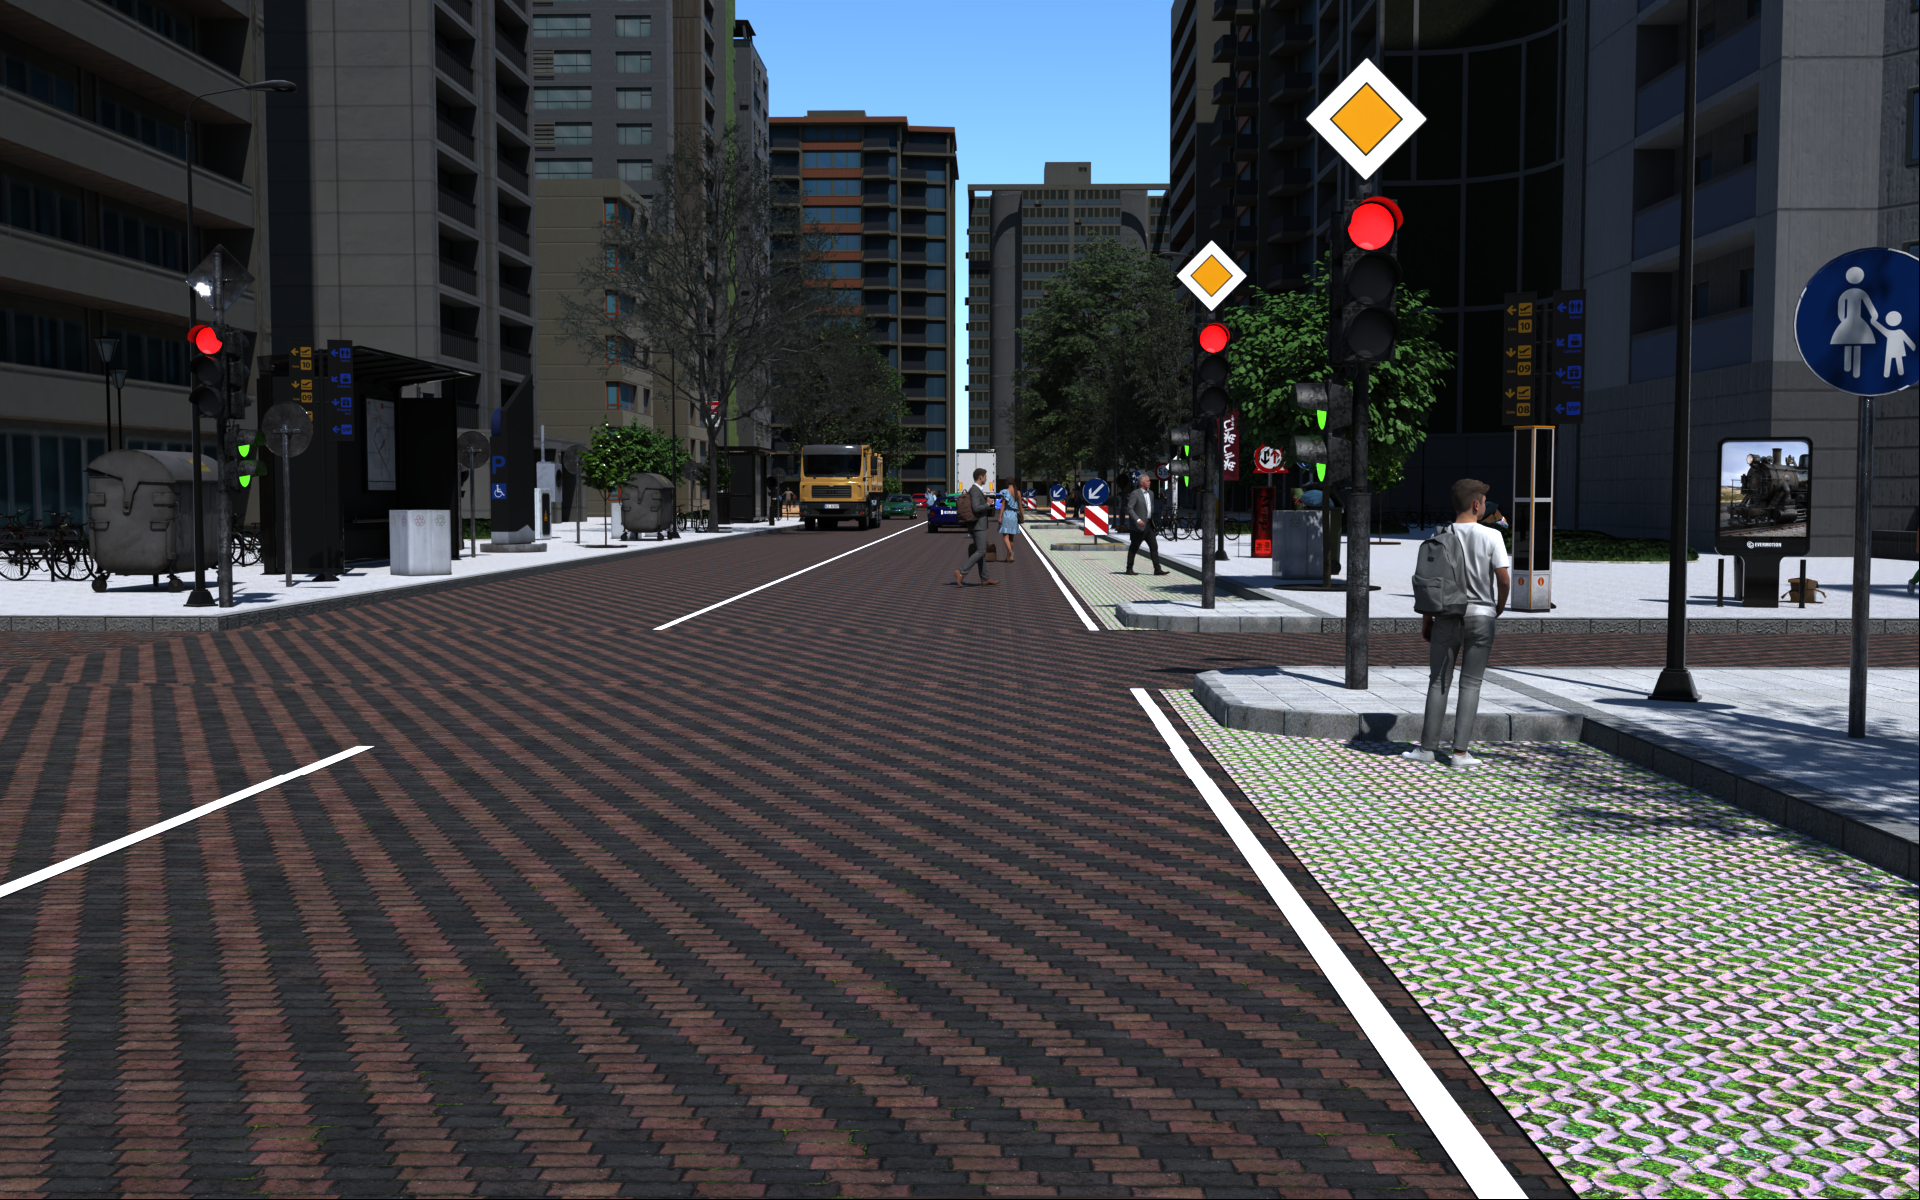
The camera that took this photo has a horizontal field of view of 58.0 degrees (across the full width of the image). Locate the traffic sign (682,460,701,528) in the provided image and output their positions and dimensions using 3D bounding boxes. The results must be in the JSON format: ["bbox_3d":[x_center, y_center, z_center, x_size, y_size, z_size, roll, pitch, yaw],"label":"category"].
[{"bbox_3d":[-10.180,-4.013,65.712,0.768,2.556,0.104,1,4,11],"label":"traffic sign"}]

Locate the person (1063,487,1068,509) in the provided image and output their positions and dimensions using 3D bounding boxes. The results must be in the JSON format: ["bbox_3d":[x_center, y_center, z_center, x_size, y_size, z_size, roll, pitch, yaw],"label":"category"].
[{"bbox_3d":[8.583,-8.389,143.075,0.599,1.838,0.709,0,4,4],"label":"person"}]

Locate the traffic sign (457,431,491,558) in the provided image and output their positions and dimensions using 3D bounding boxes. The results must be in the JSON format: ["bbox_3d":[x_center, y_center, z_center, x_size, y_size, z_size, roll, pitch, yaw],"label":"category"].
[{"bbox_3d":[-9.829,-2.129,34.908,0.768,2.556,0.104,0,4,8],"label":"traffic sign"}]

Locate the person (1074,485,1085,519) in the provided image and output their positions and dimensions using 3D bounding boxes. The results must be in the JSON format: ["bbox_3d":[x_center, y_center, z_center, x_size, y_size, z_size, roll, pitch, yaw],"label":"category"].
[{"bbox_3d":[6.053,-5.031,88.888,0.643,1.750,0.593,-3,5,-43],"label":"person"}]

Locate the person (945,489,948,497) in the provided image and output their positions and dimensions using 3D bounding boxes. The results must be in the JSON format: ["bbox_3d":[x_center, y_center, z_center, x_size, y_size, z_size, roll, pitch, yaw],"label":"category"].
[{"bbox_3d":[-1.044,-8.036,139.875,0.705,1.826,1.348,0,4,-5],"label":"person"}]

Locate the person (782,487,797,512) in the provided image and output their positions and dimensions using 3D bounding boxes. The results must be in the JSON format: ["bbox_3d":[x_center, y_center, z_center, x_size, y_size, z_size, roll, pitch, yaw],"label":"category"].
[{"bbox_3d":[-12.618,-7.412,127.230,1.348,1.824,0.705,0,4,7],"label":"person"}]

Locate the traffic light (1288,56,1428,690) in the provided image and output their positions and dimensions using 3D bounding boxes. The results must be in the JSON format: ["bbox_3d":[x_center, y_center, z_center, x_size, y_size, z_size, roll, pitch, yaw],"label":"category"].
[{"bbox_3d":[2.596,-1.369,11.306,0.839,4.253,0.868,0,4,1],"label":"traffic light"}]

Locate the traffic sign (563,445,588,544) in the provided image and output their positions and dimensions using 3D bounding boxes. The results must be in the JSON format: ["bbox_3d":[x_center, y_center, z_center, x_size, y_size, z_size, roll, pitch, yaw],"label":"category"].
[{"bbox_3d":[-9.880,-2.731,44.762,0.768,2.556,0.104,0,4,2],"label":"traffic sign"}]

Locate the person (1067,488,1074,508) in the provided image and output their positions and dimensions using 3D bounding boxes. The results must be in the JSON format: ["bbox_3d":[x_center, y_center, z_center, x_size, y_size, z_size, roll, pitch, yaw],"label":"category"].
[{"bbox_3d":[10.541,-9.464,160.871,1.348,1.812,0.705,1,4,20],"label":"person"}]

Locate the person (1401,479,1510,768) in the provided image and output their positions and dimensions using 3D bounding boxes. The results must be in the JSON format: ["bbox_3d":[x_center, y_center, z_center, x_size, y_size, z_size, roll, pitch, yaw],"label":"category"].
[{"bbox_3d":[2.594,0.123,9.089,0.503,1.515,0.523,0,4,-6],"label":"person"}]

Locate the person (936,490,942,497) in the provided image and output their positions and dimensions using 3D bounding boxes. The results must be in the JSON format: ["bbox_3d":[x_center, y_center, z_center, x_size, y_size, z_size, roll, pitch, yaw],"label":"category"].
[{"bbox_3d":[-1.770,-7.890,138.327,0.721,1.723,1.217,3,4,37],"label":"person"}]

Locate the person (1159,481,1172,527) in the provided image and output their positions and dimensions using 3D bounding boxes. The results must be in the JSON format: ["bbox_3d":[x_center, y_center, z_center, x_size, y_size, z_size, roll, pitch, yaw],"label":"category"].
[{"bbox_3d":[8.057,-3.737,67.494,0.716,1.782,0.532,2,4,35],"label":"person"}]

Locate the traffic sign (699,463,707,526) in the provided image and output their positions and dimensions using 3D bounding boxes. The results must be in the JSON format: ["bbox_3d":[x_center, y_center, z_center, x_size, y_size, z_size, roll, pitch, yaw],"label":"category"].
[{"bbox_3d":[-10.490,-4.282,70.119,0.768,2.556,0.104,0,4,5],"label":"traffic sign"}]

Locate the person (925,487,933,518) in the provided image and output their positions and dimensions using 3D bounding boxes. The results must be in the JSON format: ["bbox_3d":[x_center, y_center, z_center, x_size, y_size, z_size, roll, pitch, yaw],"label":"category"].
[{"bbox_3d":[-1.619,-5.171,93.319,0.793,1.790,0.793,2,4,23],"label":"person"}]

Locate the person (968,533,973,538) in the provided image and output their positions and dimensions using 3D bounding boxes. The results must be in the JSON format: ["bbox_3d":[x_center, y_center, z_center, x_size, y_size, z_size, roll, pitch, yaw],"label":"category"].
[{"bbox_3d":[0.490,-2.895,55.852,0.620,1.820,0.660,2,4,29],"label":"person"}]

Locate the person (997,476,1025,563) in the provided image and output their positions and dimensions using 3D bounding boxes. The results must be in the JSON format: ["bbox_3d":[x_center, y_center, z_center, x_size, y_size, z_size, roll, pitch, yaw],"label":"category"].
[{"bbox_3d":[1.083,-1.692,36.258,0.616,1.811,0.778,-1,4,-13],"label":"person"}]

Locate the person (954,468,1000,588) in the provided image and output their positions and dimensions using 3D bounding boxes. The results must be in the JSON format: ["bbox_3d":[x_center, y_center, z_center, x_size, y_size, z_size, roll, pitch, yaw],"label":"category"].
[{"bbox_3d":[0.243,-1.117,26.735,0.822,1.834,0.622,-1,4,-19],"label":"person"}]

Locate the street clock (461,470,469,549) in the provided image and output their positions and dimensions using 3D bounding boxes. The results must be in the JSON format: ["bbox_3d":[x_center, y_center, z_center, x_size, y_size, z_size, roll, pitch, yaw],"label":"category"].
[{"bbox_3d":[-11.616,-2.172,40.082,0.471,2.002,0.358,0,4,7],"label":"street clock"}]

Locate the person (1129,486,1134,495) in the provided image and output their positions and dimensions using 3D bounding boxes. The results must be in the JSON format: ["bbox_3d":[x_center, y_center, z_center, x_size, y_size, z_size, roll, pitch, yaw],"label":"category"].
[{"bbox_3d":[11.180,-6.574,113.545,0.705,1.822,1.348,0,4,5],"label":"person"}]

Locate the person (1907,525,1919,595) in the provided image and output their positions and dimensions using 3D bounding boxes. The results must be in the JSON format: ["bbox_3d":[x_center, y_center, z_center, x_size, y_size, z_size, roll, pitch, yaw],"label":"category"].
[{"bbox_3d":[12.109,-0.691,21.597,0.306,1.304,0.590,-1,4,-14],"label":"person"}]

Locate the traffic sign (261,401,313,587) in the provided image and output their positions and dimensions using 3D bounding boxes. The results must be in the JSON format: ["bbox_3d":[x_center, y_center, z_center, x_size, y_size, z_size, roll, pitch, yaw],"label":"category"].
[{"bbox_3d":[-9.275,-1.453,23.861,0.768,2.556,0.104,1,4,10],"label":"traffic sign"}]

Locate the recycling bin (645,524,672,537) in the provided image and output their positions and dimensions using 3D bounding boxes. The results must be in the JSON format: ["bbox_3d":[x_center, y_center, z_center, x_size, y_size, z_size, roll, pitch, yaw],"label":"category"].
[{"bbox_3d":[-9.057,-2.416,52.050,0.722,1.027,0.722,0,4,-1],"label":"recycling bin"}]

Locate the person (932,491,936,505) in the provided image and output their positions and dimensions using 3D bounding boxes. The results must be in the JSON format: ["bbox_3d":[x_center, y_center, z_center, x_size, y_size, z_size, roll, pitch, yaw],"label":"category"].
[{"bbox_3d":[-1.342,-4.839,89.421,0.330,1.601,0.589,0,4,4],"label":"person"}]

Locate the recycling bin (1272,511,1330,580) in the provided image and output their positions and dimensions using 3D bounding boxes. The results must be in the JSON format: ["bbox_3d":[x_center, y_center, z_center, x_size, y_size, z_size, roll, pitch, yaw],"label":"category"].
[{"bbox_3d":[5.157,-0.835,26.207,0.722,1.027,0.722,0,4,-3],"label":"recycling bin"}]

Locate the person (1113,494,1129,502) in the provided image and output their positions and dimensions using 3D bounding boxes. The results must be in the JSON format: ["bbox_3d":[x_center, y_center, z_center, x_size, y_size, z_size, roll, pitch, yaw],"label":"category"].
[{"bbox_3d":[10.875,-6.698,116.385,1.217,1.723,0.721,-1,4,-9],"label":"person"}]

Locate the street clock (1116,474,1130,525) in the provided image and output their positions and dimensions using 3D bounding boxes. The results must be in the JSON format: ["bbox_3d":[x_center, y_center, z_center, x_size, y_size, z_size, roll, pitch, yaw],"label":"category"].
[{"bbox_3d":[5.767,-3.474,61.372,0.471,2.002,0.358,1,4,10],"label":"street clock"}]

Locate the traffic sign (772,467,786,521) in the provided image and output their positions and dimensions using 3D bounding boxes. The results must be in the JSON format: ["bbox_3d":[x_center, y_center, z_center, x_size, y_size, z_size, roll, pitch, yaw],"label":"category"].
[{"bbox_3d":[-8.658,-5.040,82.512,0.768,2.556,0.104,1,4,9],"label":"traffic sign"}]

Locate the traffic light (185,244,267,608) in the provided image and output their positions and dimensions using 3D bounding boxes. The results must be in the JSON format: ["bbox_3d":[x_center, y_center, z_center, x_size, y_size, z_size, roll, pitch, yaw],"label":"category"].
[{"bbox_3d":[-8.297,-1.870,19.503,0.839,4.253,0.868,0,4,1],"label":"traffic light"}]

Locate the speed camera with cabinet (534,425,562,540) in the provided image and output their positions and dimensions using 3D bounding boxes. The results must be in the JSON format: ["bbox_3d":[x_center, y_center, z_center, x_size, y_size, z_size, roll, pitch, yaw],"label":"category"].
[{"bbox_3d":[-11.822,-3.343,49.000,0.660,3.252,2.038,0,4,4],"label":"speed camera with cabinet"}]

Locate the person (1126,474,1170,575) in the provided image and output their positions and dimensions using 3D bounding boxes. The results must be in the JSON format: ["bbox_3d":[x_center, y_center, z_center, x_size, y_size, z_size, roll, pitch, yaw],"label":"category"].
[{"bbox_3d":[3.257,-1.307,30.263,0.834,1.777,0.661,3,5,40],"label":"person"}]

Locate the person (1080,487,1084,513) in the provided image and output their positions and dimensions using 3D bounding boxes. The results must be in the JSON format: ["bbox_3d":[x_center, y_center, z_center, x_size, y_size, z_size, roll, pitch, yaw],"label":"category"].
[{"bbox_3d":[8.249,-6.785,117.639,0.621,1.740,0.551,1,4,13],"label":"person"}]

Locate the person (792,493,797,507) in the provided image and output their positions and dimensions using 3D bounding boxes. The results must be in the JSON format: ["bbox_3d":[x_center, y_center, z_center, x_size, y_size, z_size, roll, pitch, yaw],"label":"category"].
[{"bbox_3d":[-15.904,-9.581,165.955,1.065,1.426,0.557,3,5,43],"label":"person"}]

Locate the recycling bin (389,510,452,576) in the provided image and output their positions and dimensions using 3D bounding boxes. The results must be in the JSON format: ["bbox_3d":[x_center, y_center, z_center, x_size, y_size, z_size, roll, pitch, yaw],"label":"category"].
[{"bbox_3d":[-8.559,-0.912,27.471,0.722,1.027,0.722,-3,5,-44],"label":"recycling bin"}]

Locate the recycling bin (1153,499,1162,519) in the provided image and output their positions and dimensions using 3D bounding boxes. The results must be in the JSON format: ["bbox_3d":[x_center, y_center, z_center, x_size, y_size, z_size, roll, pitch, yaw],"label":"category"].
[{"bbox_3d":[9.422,-4.437,85.100,0.722,1.027,0.722,-2,4,-33],"label":"recycling bin"}]

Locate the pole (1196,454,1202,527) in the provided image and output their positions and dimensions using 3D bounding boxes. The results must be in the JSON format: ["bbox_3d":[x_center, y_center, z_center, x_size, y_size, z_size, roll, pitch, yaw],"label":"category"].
[{"bbox_3d":[9.299,-4.495,67.334,0.158,3.312,0.155,0,3,0],"label":"pole"}]

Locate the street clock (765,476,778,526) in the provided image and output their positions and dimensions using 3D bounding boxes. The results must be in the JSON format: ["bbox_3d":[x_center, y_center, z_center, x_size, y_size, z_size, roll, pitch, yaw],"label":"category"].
[{"bbox_3d":[-7.649,-4.025,70.378,0.471,2.002,0.358,0,4,6],"label":"street clock"}]

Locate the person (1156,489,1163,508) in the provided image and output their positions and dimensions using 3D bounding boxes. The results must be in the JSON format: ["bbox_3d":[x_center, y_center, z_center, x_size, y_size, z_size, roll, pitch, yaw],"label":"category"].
[{"bbox_3d":[18.340,-9.275,158.415,0.721,1.736,1.217,-2,4,-35],"label":"person"}]

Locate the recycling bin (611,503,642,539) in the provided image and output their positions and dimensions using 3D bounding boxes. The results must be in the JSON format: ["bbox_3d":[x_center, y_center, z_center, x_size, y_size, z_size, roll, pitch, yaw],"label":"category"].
[{"bbox_3d":[-9.615,-2.287,49.939,0.722,1.027,0.722,0,4,5],"label":"recycling bin"}]

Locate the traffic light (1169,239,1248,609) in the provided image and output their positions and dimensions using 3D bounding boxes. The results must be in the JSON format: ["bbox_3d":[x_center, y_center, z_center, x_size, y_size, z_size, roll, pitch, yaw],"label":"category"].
[{"bbox_3d":[2.762,-1.857,19.290,0.839,4.253,0.868,0,4,1],"label":"traffic light"}]

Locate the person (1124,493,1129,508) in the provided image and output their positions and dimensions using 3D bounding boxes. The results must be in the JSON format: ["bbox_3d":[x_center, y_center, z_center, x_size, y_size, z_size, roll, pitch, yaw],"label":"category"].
[{"bbox_3d":[10.641,-6.300,112.283,0.421,1.427,0.697,-3,5,-44],"label":"person"}]

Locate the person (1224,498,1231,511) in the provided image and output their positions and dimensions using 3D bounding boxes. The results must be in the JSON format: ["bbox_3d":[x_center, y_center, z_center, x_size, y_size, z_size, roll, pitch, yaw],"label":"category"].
[{"bbox_3d":[12.102,-4.535,80.308,0.853,1.813,0.709,1,4,15],"label":"person"}]
